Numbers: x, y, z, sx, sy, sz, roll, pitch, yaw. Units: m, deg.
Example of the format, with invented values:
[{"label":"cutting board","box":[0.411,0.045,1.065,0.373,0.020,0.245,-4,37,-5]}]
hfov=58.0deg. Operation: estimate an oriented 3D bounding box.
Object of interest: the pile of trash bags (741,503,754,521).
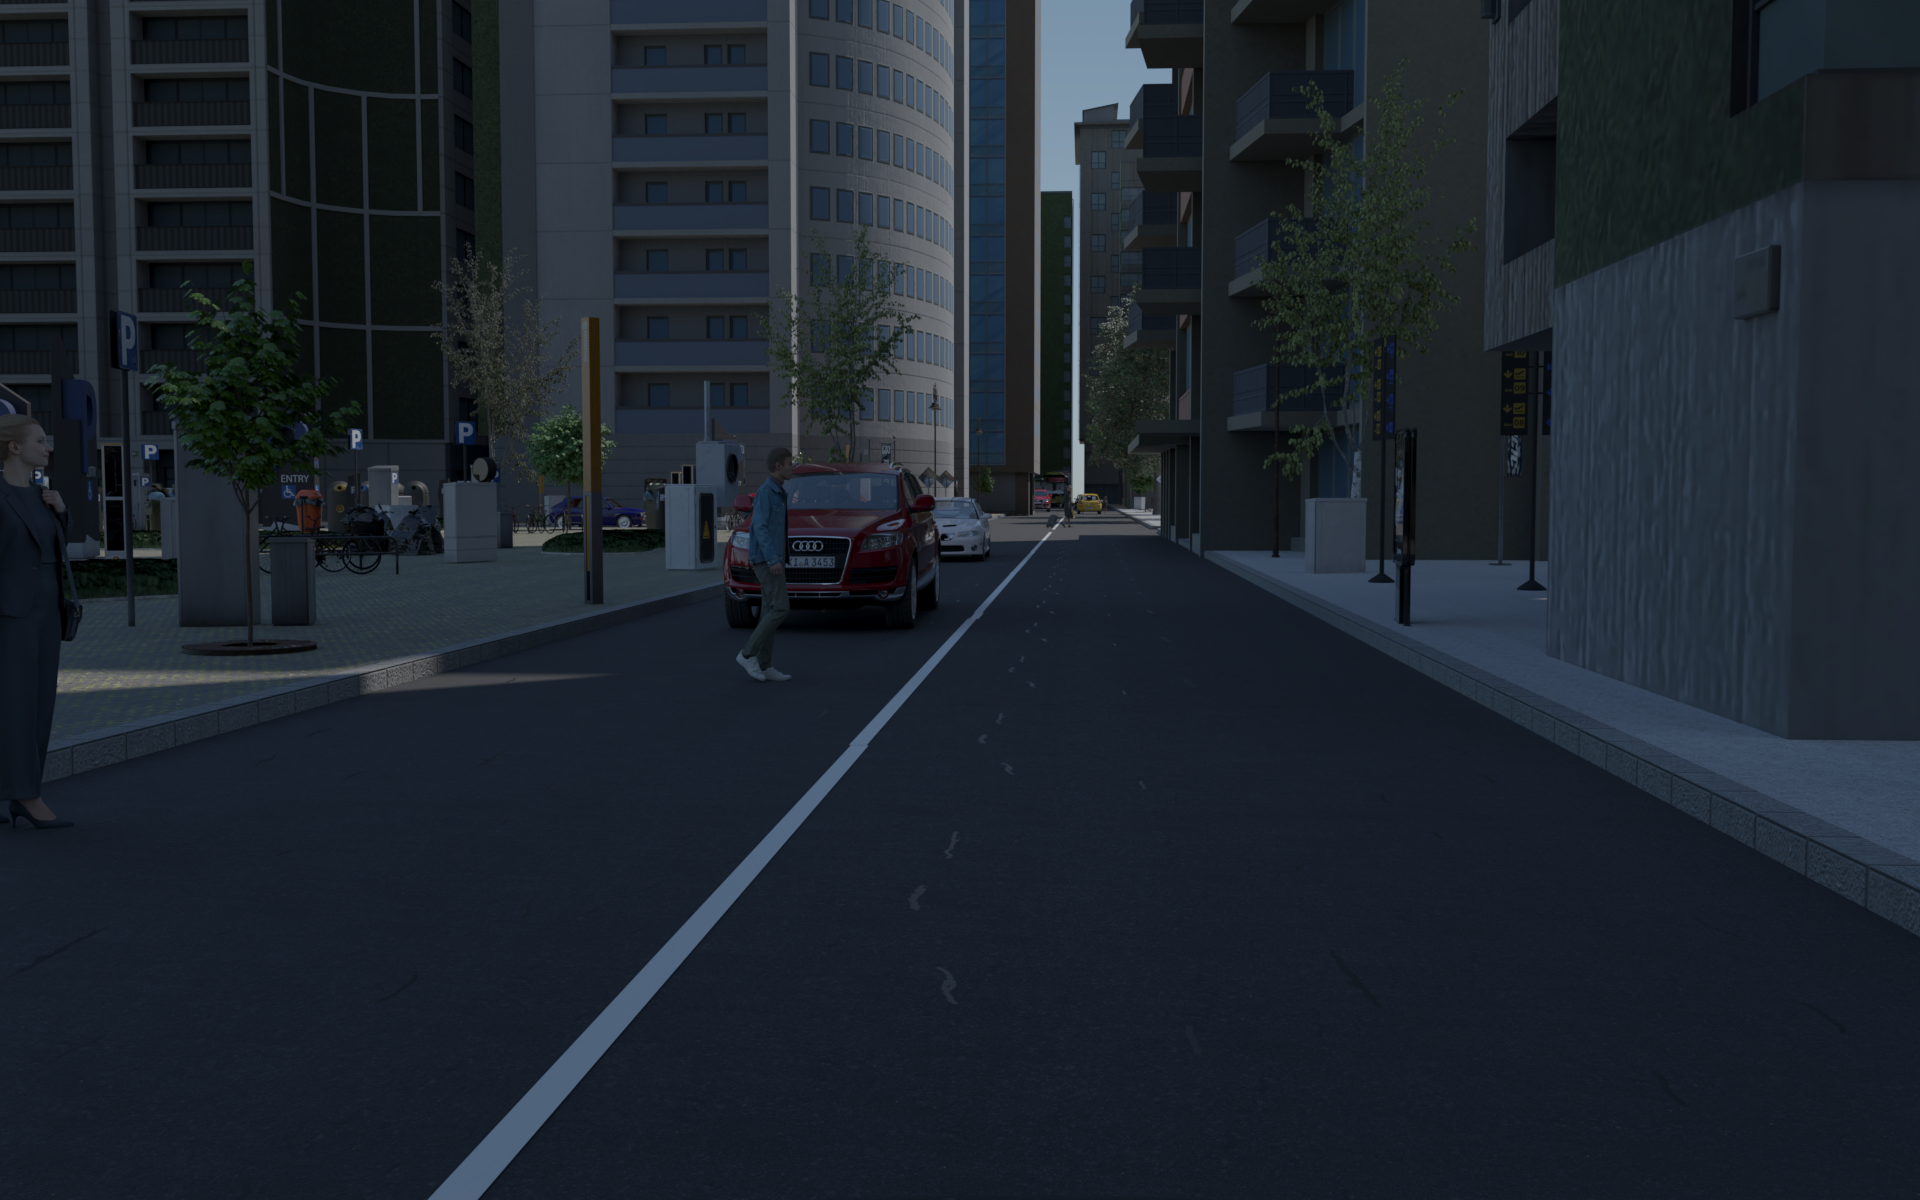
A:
[{"label":"pile of trash bags","box":[-5.224,-2.593,52.156,1.912,1.369,3.447,-3,5,-40]}]

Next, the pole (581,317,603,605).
[{"label":"pole","box":[-4.267,-1.605,20.092,0.158,3.312,0.155,0,3,0]}]

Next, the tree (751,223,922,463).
[{"label":"tree","box":[-3.231,-5.882,46.540,4.737,8.622,4.395,0,3,0]}]

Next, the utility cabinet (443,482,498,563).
[{"label":"utility cabinet","box":[-9.188,-1.457,32.493,0.318,1.500,1.173,1,4,23]}]

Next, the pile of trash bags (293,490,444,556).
[{"label":"pile of trash bags","box":[-12.690,-1.671,37.081,3.447,1.369,1.912,1,4,13]}]

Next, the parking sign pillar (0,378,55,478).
[{"label":"parking sign pillar","box":[-19.238,-2.817,34.523,1.447,3.967,1.447,0,4,1]}]

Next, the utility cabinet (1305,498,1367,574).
[{"label":"utility cabinet","box":[6.105,-1.040,28.165,1.020,1.237,0.306,-2,4,-25]}]

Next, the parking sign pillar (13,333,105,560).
[{"label":"parking sign pillar","box":[-15.218,-2.529,29.814,1.447,3.967,1.447,-1,4,-15]}]

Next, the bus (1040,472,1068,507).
[{"label":"bus","box":[10.771,-12.468,195.402,2.896,3.916,12.252,0,4,5]}]

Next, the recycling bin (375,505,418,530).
[{"label":"recycling bin","box":[-12.836,-1.648,39.497,0.722,1.027,0.722,3,5,44]}]

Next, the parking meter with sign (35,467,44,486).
[{"label":"parking meter with sign","box":[-52.727,-6.328,99.724,0.543,3.016,1.738,1,4,20]}]

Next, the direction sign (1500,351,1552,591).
[{"label":"direction sign","box":[7.639,-1.898,23.035,0.876,3.537,0.379,1,4,17]}]

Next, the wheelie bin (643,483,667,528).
[{"label":"wheelie bin","box":[-8.744,-2.583,50.137,0.693,1.594,0.980,3,5,41]}]

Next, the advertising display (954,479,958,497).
[{"label":"advertising display","box":[-0.189,-4.378,76.800,0.123,1.923,0.974,0,4,3]}]

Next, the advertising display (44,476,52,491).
[{"label":"advertising display","box":[-33.153,-3.518,62.740,0.974,1.923,0.123,3,4,38]}]

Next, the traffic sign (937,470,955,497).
[{"label":"traffic sign","box":[-0.585,-4.166,71.749,0.795,2.450,0.064,0,4,4]}]

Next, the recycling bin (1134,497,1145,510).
[{"label":"recycling bin","box":[14.879,-8.002,143.387,0.722,1.027,0.722,2,4,33]}]

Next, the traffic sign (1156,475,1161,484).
[{"label":"traffic sign","box":[8.435,-4.125,71.081,0.795,2.450,0.064,0,4,4]}]

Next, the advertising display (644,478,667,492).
[{"label":"advertising display","box":[-12.611,-4.074,71.830,0.974,1.923,0.123,-3,4,-37]}]

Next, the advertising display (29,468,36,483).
[{"label":"advertising display","box":[-17.009,-1.606,31.480,0.123,1.923,0.974,-1,4,-10]}]

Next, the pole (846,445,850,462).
[{"label":"pole","box":[-4.632,-4.791,72.173,0.158,3.312,0.155,0,3,0]}]

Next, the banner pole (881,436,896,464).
[{"label":"banner pole","box":[-3.031,-5.177,74.661,0.863,3.779,0.401,1,4,22]}]

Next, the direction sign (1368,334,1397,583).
[{"label":"direction sign","box":[6.119,-2.020,25.029,0.379,3.537,0.876,0,4,-5]}]

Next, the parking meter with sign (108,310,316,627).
[{"label":"parking meter with sign","box":[-7.212,-1.257,16.816,1.738,3.016,0.543,0,4,-8]}]

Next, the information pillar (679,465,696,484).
[{"label":"information pillar","box":[-6.768,-2.378,43.373,0.304,2.012,0.304,1,4,11]}]

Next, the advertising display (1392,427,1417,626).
[{"label":"advertising display","box":[4.405,-0.732,17.185,0.123,1.923,0.974,1,4,8]}]

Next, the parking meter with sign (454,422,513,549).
[{"label":"parking meter with sign","box":[-11.310,-2.754,41.296,1.738,3.016,0.543,3,5,40]}]

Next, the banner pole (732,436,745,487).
[{"label":"banner pole","box":[-9.475,-5.136,73.988,0.863,3.779,0.401,3,4,36]}]

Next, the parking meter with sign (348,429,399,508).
[{"label":"parking meter with sign","box":[-15.396,-3.058,46.253,1.738,3.016,0.543,1,4,14]}]

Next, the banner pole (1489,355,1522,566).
[{"label":"banner pole","box":[9.921,-2.523,31.270,0.863,3.779,0.401,-3,5,-40]}]

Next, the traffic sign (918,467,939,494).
[{"label":"traffic sign","box":[-1.159,-3.678,63.785,0.795,2.450,0.064,0,4,4]}]

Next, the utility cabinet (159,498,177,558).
[{"label":"utility cabinet","box":[-13.780,-1.212,30.984,0.306,1.237,1.020,1,4,23]}]

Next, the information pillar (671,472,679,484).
[{"label":"information pillar","box":[-9.444,-3.258,57.757,0.304,2.012,0.304,0,4,6]}]

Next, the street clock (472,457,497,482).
[{"label":"street clock","box":[-9.422,-1.822,34.359,0.471,2.002,0.358,2,4,34]}]

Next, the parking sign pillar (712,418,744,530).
[{"label":"parking sign pillar","box":[-8.339,-4.512,62.241,1.447,3.967,1.447,2,4,31]}]

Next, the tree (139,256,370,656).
[{"label":"tree","box":[-5.701,-1.197,14.178,1.663,3.219,1.824,0,3,0]}]

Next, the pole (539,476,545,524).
[{"label":"pole","box":[-17.728,-4.864,73.369,0.158,3.312,0.155,0,3,0]}]

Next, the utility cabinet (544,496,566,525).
[{"label":"utility cabinet","box":[-17.023,-3.770,72.793,0.306,1.237,1.020,2,4,28]}]

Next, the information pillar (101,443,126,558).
[{"label":"information pillar","box":[-12.291,-1.269,25.232,0.304,2.012,0.304,-1,4,-17]}]

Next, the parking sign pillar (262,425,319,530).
[{"label":"parking sign pillar","box":[-16.885,-3.376,43.670,1.447,3.967,1.447,0,4,-4]}]

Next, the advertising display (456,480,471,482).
[{"label":"advertising display","box":[-23.067,-4.615,80.661,0.974,1.923,0.123,2,4,31]}]

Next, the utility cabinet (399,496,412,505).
[{"label":"utility cabinet","box":[-17.419,-2.578,53.316,1.020,1.237,0.306,-2,4,-24]}]

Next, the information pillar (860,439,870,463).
[{"label":"information pillar","box":[-3.997,-5.011,73.283,0.504,3.616,0.183,3,4,36]}]

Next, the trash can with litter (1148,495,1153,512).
[{"label":"trash can with litter","box":[14.696,-7.125,127.544,2.233,1.210,1.678,1,4,14]}]

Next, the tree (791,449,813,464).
[{"label":"tree","box":[-6.794,-4.823,73.456,1.663,3.219,1.824,0,3,0]}]

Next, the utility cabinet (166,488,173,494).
[{"label":"utility cabinet","box":[-29.619,-3.392,64.138,1.173,1.500,0.318,-1,4,-17]}]

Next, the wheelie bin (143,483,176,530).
[{"label":"wheelie bin","box":[-23.909,-2.672,51.596,0.980,1.594,0.693,3,5,43]}]
